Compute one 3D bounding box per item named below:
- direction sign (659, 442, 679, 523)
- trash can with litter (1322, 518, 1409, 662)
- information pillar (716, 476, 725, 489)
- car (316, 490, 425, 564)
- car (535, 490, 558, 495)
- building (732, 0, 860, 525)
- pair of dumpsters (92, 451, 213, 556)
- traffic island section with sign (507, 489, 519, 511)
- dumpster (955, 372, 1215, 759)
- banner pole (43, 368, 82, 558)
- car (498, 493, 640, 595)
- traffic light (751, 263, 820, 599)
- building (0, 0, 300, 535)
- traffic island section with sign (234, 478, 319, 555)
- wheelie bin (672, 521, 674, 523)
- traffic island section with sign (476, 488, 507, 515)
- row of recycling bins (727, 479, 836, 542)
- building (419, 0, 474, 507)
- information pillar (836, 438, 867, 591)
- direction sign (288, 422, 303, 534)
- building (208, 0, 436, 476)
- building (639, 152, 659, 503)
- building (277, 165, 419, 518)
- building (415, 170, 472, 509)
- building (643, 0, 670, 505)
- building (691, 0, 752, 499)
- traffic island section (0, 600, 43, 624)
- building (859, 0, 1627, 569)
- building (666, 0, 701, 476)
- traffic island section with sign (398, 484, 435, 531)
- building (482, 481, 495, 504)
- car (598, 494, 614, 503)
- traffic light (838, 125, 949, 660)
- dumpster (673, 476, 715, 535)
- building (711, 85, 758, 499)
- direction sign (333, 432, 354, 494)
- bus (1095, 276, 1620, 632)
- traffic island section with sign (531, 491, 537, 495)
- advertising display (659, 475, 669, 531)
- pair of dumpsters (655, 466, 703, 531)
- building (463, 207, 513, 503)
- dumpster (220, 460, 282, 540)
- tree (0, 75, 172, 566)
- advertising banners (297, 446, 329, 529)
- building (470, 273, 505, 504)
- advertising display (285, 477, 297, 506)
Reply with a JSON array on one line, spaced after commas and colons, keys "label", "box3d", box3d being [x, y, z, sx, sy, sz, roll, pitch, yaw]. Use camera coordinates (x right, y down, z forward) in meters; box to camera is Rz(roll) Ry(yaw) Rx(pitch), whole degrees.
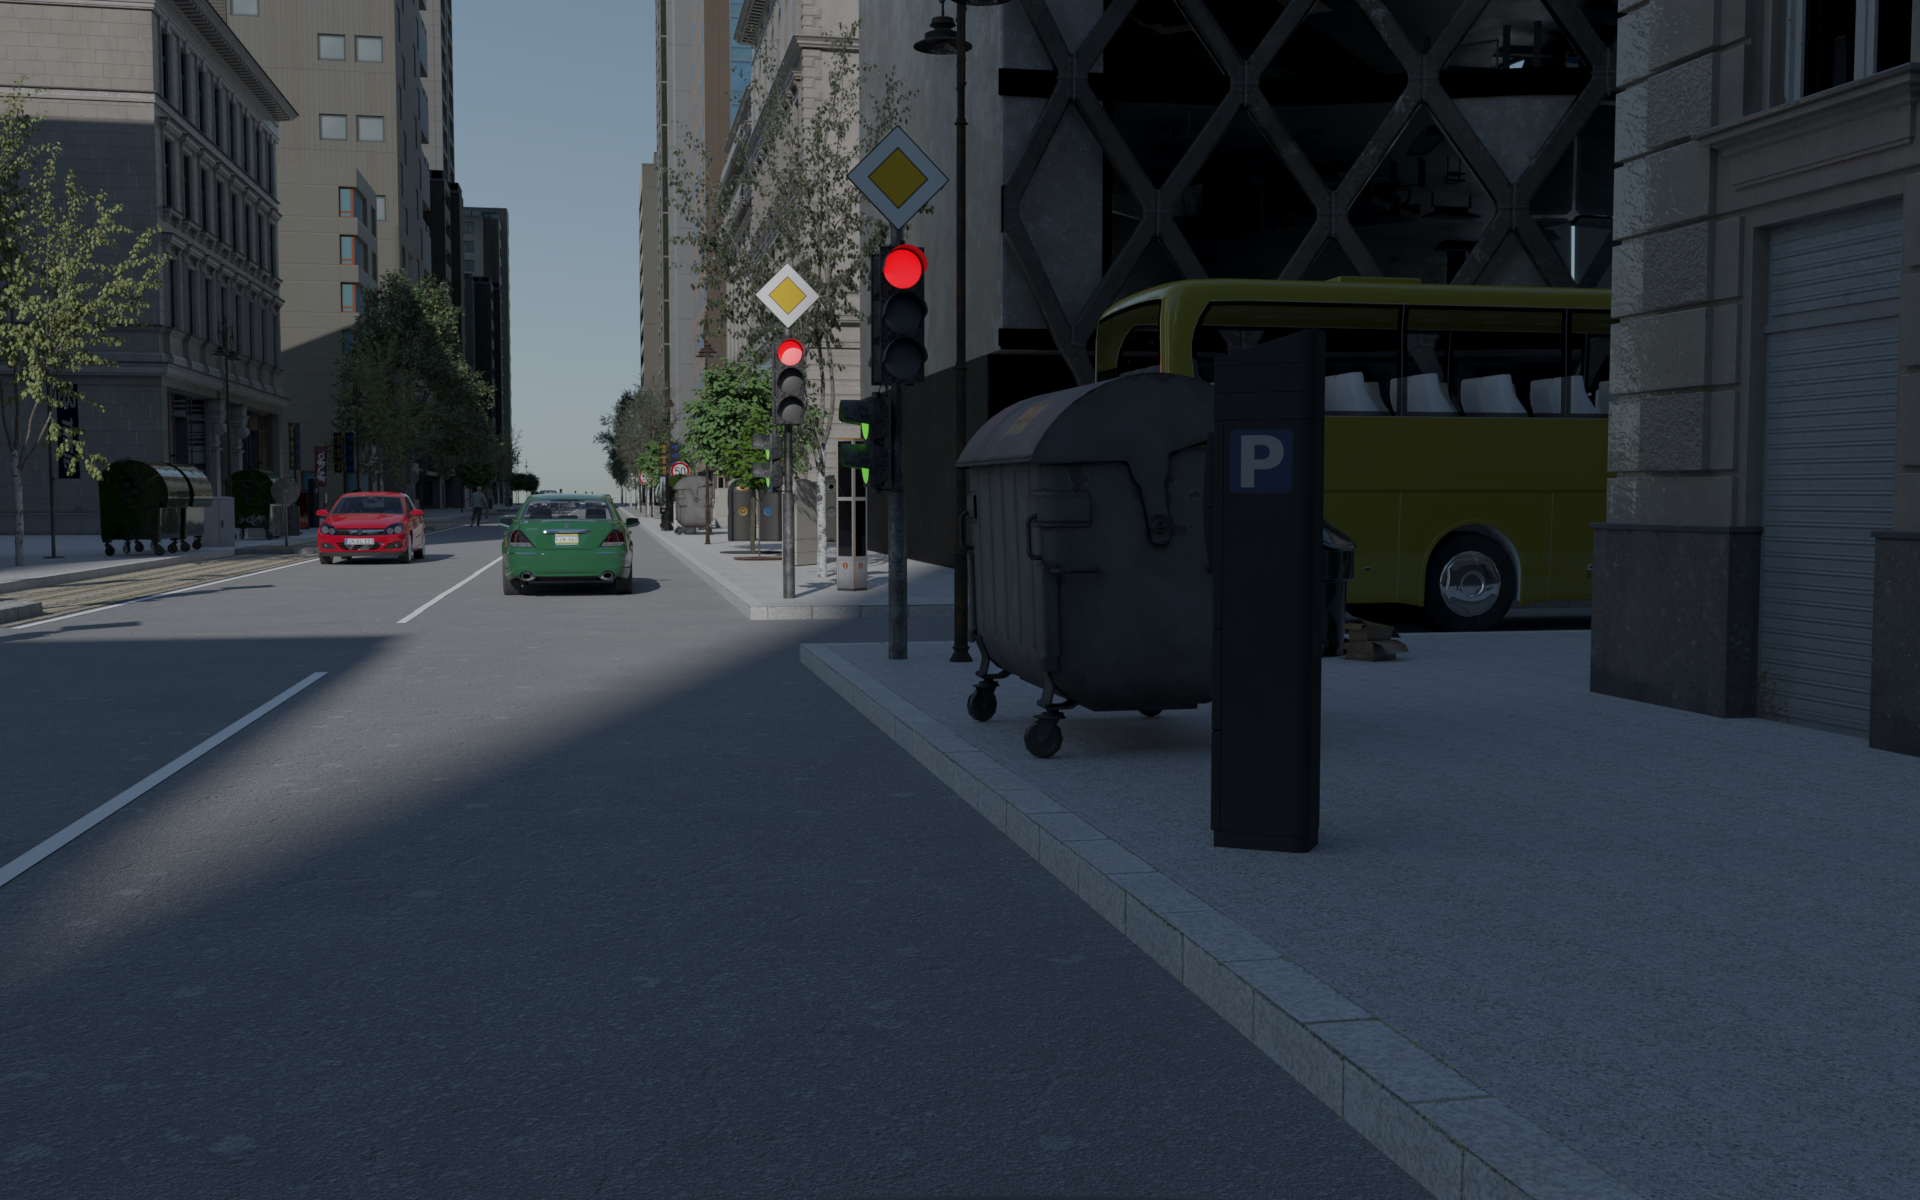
[{"label": "direction sign", "box3d": [-12.752, -5.132, 75.908, 0.876, 3.537, 0.379, -2, 4, -25]}, {"label": "trash can with litter", "box3d": [3.037, -0.139, 13.652, 1.055, 1.170, 0.624, 3, 5, 45]}, {"label": "information pillar", "box3d": [-9.751, -4.038, 70.516, 0.304, 2.012, 0.304, -1, 4, -16]}, {"label": "car", "box3d": [-12.463, -1.698, 36.799, 2.155, 1.783, 4.494, -1, 4, -11]}, {"label": "car", "box3d": [-36.931, -8.970, 155.334, 2.281, 1.827, 5.304, -1, 4, -13]}, {"label": "building", "box3d": [-1.968, -14.344, 63.403, 11.050, 23.489, 19.941, -1, 4, -12]}, {"label": "pair of dumpsters", "box3d": [-17.551, -2.155, 37.730, 1.574, 2.255, 4.437, -1, 4, -12]}, {"label": "traffic island section with sign", "box3d": [-37.371, -8.259, 143.669, 1.989, 1.847, 2.006, -1, 4, -12]}, {"label": "dumpster", "box3d": [0.765, -0.206, 9.131, 1.264, 1.857, 1.865, -1, 4, -12]}, {"label": "banner pole", "box3d": [-17.939, -2.725, 34.579, 0.863, 3.779, 0.401, 0, 4, 8]}, {"label": "car", "box3d": [-5.882, -0.874, 26.082, 2.131, 1.459, 4.920, -1, 4, -12]}, {"label": "traffic light", "box3d": [-2.121, -1.974, 21.196, 0.839, 4.253, 0.868, -1, 4, -12]}, {"label": "building", "box3d": [-29.644, -12.453, 54.517, 10.553, 20.767, 40.483, -1, 4, -12]}, {"label": "traffic island section with sign", "box3d": [-16.282, -2.028, 41.784, 1.989, 1.847, 2.006, -1, 4, -12]}, {"label": "wheelie bin", "box3d": [-12.734, -4.273, 77.764, 0.693, 1.594, 0.980, 1, 4, 21]}, {"label": "traffic island section with sign", "box3d": [-31.911, -6.645, 117.271, 1.989, 1.847, 2.006, -1, 4, -12]}, {"label": "row of recycling bins", "box3d": [-4.681, -2.431, 46.853, 3.534, 1.692, 1.069, 1, 4, 20]}, {"label": "building", "box3d": [-62.074, -45.557, 183.100, 20.563, 71.187, 20.611, -1, 4, -12]}, {"label": "information pillar", "box3d": [-1.435, -1.130, 22.965, 0.304, 2.012, 0.304, 2, 4, 34]}, {"label": "direction sign", "box3d": [-21.129, -3.857, 55.057, 0.379, 3.537, 0.876, 0, 3, 0]}, {"label": "building", "box3d": [-54.709, -33.061, 129.778, 28.713, 52.752, 27.495, -1, 4, -12]}, {"label": "building", "box3d": [-33.786, -37.867, 242.824, 21.300, 48.544, 21.600, -1, 4, -12]}, {"label": "building", "box3d": [-48.355, -15.796, 103.303, 27.650, 21.520, 28.899, -1, 4, -12]}, {"label": "building", "box3d": [-51.345, -23.299, 152.647, 14.160, 30.474, 14.107, -1, 4, -12]}, {"label": "building", "box3d": [-30.229, -47.896, 221.356, 20.563, 71.187, 20.611, -1, 4, -12]}, {"label": "building", "box3d": [-9.523, -28.074, 109.117, 14.600, 45.320, 14.200, -1, 4, -12]}, {"label": "traffic island section", "box3d": [-11.621, 0.179, 19.355, 2.009, 0.180, 2.903, -1, 4, -12]}, {"label": "building", "box3d": [7.567, -10.141, 33.255, 16.811, 18.784, 16.820, -1, 4, -12]}, {"label": "building", "box3d": [-11.429, -35.997, 130.556, 21.231, 58.520, 28.212, -1, 4, -12]}, {"label": "traffic island section with sign", "box3d": [-21.753, -3.642, 68.180, 1.989, 1.847, 2.006, -1, 4, -12]}, {"label": "building", "box3d": [-72.495, -31.386, 205.047, 32.217, 40.220, 23.993, -1, 4, -12]}, {"label": "car", "box3d": [-32.296, -8.985, 156.694, 2.009, 1.686, 4.222, -1, 4, -14]}, {"label": "traffic light", "box3d": [-0.502, -1.496, 13.376, 0.839, 4.253, 0.868, -1, 4, -12]}, {"label": "dumpster", "box3d": [-8.402, -2.997, 54.767, 1.264, 1.857, 1.865, -1, 4, -12]}, {"label": "building", "box3d": [-4.800, -14.892, 85.289, 13.314, 21.916, 24.055, -1, 4, -12]}, {"label": "direction sign", "box3d": [-22.597, -4.377, 63.569, 0.876, 3.537, 0.379, 1, 4, 20]}, {"label": "bus", "box3d": [7.705, -1.691, 19.197, 12.252, 3.916, 2.896, -1, 4, -12]}, {"label": "traffic island section with sign", "box3d": [-48.576, -11.567, 197.741, 1.989, 1.847, 2.006, -1, 4, -12]}, {"label": "advertising display", "box3d": [-10.234, -3.347, 59.945, 0.123, 1.923, 0.974, -1, 4, -22]}, {"label": "pair of dumpsters", "box3d": [-10.185, -3.689, 62.815, 1.574, 2.255, 4.437, -1, 4, -12]}, {"label": "building", "box3d": [-69.651, -33.993, 239.386, 14.154, 41.232, 14.086, -1, 4, -12]}, {"label": "dumpster", "box3d": [-19.835, -2.827, 48.709, 1.502, 2.255, 1.985, -1, 4, -12]}, {"label": "tree", "box3d": [-16.605, -4.912, 30.668, 4.737, 8.622, 4.395, 0, 3, 0]}, {"label": "advertising banners", "box3d": [-23.911, -4.076, 62.828, 2.074, 3.025, 0.090, -3, 4, -36]}, {"label": "building", "box3d": [-67.185, -27.777, 225.856, 14.160, 30.474, 14.107, -1, 4, -12]}, {"label": "advertising display", "box3d": [-25.712, -3.754, 66.589, 0.123, 1.923, 0.974, 0, 4, 1]}]
